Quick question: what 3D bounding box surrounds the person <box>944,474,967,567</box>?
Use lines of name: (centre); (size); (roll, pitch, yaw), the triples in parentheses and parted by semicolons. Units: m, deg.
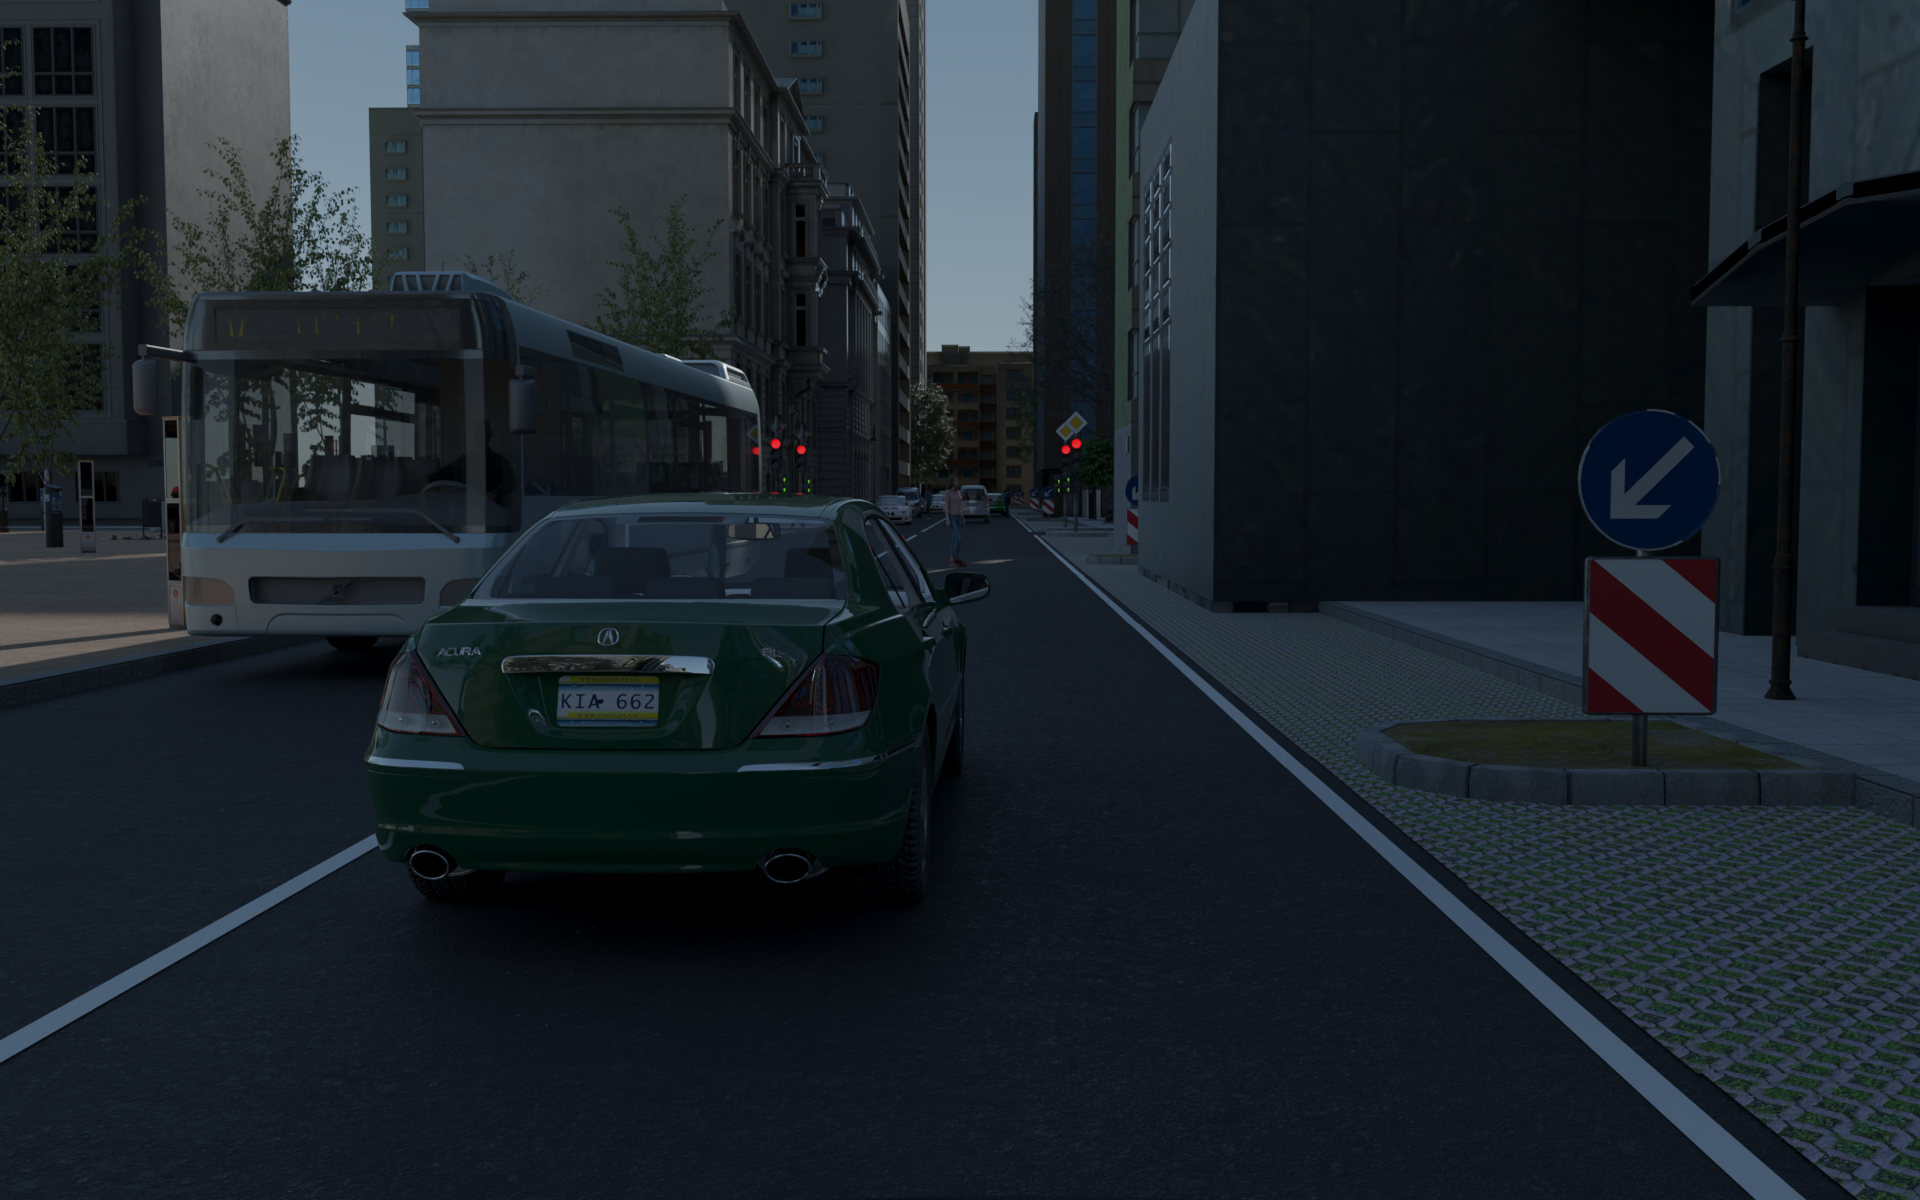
person: (-0.113, -1.569, 34.169); (0.388, 1.821, 0.555); (2, 4, 27)

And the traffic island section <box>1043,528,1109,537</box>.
traffic island section: (3.950, -2.234, 58.812); (2.009, 0.180, 2.903); (0, 4, 1)

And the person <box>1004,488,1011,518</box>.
person: (2.792, -5.723, 102.254); (0.419, 1.800, 0.721); (0, 4, -6)

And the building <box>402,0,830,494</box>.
building: (-13.654, -16.164, 83.368); (14.460, 24.649, 34.723); (0, 4, 1)

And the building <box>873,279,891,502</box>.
building: (-10.970, -17.051, 133.529); (10.420, 20.320, 16.860); (0, 4, 1)

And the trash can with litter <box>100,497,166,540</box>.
trash can with litter: (-23.176, -2.305, 48.741); (1.678, 1.210, 2.233); (3, 5, 41)

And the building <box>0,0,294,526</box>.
building: (-42.979, -17.132, 73.622); (24.014, 27.812, 14.314); (0, 4, 1)

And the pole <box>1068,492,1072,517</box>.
pole: (6.089, -6.227, 95.651); (0.158, 3.312, 0.155); (0, 3, 0)

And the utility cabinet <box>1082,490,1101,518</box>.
utility cabinet: (7.033, -5.140, 92.722); (0.318, 1.500, 1.173); (3, 5, 43)

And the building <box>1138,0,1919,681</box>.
building: (14.103, -42.828, 12.910); (22.319, 86.520, 31.000); (0, 4, 1)

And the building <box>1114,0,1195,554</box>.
building: (11.001, -22.094, 44.834); (14.154, 41.232, 14.086); (0, 4, 1)

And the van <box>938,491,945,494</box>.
van: (-1.922, -12.383, 209.467); (2.013, 2.044, 4.112); (0, 4, -1)

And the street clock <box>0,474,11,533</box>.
street clock: (-31.586, -3.219, 57.194); (0.471, 2.002, 0.358); (1, 4, 15)

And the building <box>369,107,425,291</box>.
building: (-56.336, -35.714, 207.632); (21.600, 48.544, 21.300); (0, 4, 1)

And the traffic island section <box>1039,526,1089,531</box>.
traffic island section: (4.084, -2.723, 66.796); (2.009, 0.180, 2.903); (0, 4, 1)

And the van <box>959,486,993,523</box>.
van: (0.648, -4.890, 86.965); (2.013, 2.044, 4.112); (0, 4, 0)

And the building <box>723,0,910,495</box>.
building: (-15.534, -32.345, 152.548); (21.300, 48.544, 21.600); (0, 4, 1)

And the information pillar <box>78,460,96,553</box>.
information pillar: (-19.065, -2.038, 37.819); (0.304, 2.012, 0.304); (-2, 4, -29)

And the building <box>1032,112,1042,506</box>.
building: (14.906, -30.879, 188.471); (14.154, 41.232, 14.086); (0, 4, 1)

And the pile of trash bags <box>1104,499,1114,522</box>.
pile of trash bags: (8.290, -4.284, 79.804); (3.447, 1.369, 1.912); (2, 4, 24)

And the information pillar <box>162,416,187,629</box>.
information pillar: (-7.371, -0.737, 16.546); (0.304, 2.012, 0.304); (3, 4, 37)

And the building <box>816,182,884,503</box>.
building: (-12.269, -16.573, 112.768); (13.314, 21.916, 24.055); (0, 4, 1)

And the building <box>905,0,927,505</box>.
building: (-14.610, -47.031, 207.215); (20.611, 71.187, 20.563); (0, 4, 1)

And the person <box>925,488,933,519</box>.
person: (-1.741, -5.452, 97.978); (0.444, 1.785, 0.601); (0, 4, -1)

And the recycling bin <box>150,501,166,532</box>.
recycling bin: (-27.086, -2.833, 58.866); (0.722, 1.027, 0.722); (-3, 4, -38)

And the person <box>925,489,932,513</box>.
person: (-2.374, -7.578, 132.499); (0.679, 1.850, 0.850); (1, 4, 23)

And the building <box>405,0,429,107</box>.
building: (-61.589, -56.470, 235.959); (31.000, 86.520, 22.319); (0, 4, 1)

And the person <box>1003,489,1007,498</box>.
person: (3.568, -7.650, 133.839); (0.793, 1.790, 0.793); (3, 4, 38)

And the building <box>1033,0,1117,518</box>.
building: (11.698, -27.654, 102.259); (14.600, 45.320, 14.200); (0, 4, 1)

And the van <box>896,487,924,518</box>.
van: (-3.209, -6.098, 106.721); (2.013, 2.044, 4.112); (0, 4, 1)
